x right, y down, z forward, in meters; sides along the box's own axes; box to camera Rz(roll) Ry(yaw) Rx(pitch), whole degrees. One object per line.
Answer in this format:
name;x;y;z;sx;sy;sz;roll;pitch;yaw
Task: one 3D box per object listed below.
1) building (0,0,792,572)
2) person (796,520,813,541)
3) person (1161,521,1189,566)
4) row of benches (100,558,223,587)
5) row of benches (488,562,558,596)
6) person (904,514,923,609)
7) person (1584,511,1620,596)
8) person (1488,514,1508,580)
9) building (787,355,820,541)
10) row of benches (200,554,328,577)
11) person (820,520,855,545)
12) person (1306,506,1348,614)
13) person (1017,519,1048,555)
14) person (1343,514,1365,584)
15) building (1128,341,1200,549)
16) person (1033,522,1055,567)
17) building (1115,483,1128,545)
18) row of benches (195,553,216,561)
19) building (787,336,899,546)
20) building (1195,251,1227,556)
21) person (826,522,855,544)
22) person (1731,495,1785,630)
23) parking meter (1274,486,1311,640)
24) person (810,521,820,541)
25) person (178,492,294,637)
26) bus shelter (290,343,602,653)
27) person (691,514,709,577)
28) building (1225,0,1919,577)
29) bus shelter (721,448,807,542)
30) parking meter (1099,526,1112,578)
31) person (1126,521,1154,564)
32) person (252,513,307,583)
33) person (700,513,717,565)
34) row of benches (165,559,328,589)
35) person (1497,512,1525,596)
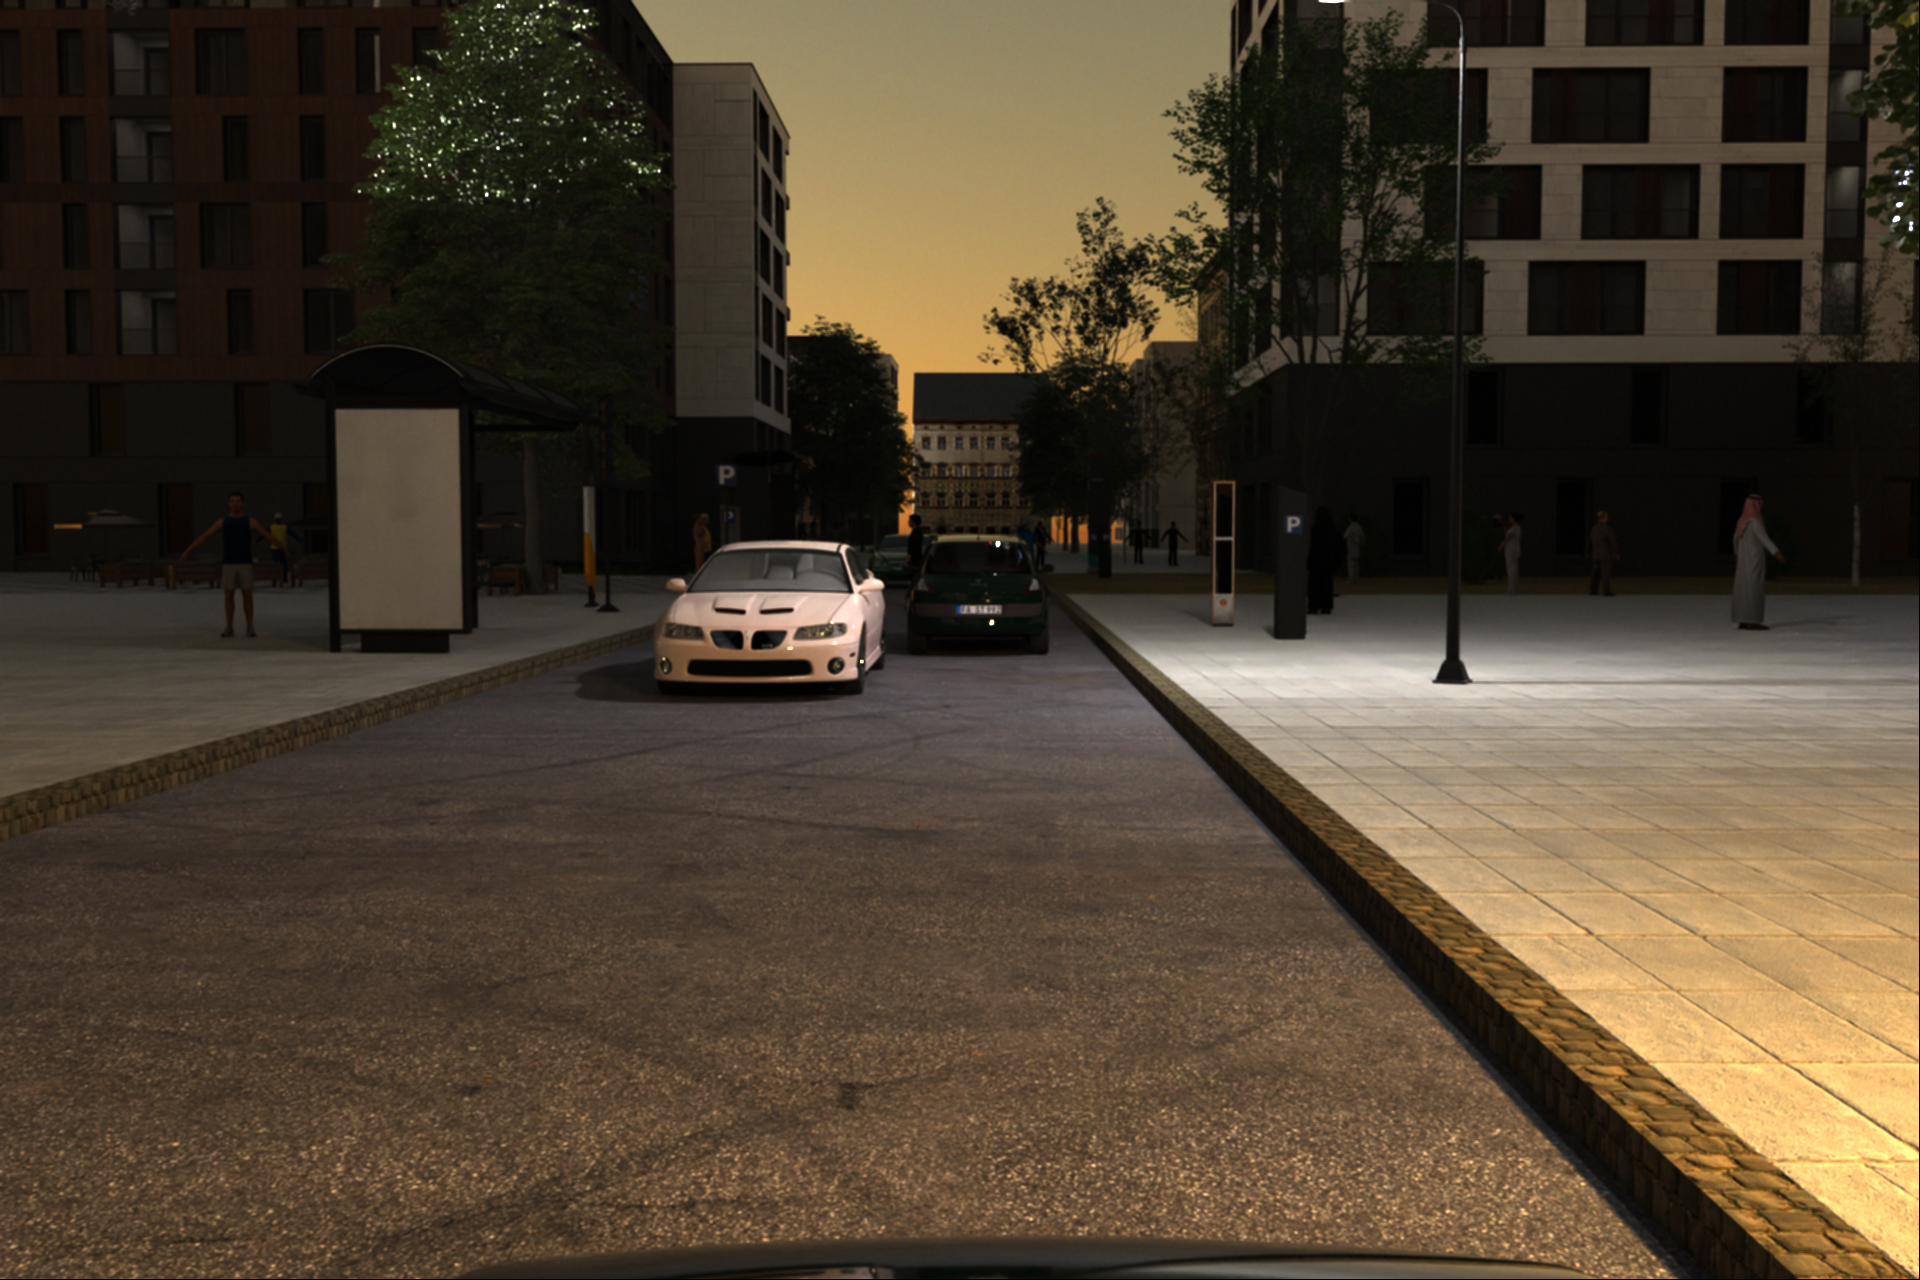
building;-22.984;-14.046;73.628;27.936;21.610;32.646;0;4;1
person;-6.507;-3.994;71.079;1.354;1.856;0.705;3;5;43
person;8.664;-3.915;70.241;1.346;1.802;0.704;3;5;42
row of benches;-19.860;-1.739;43.894;1.422;0.672;4.104;1;4;22
row of benches;-9.503;-1.362;37.724;1.422;0.672;4.104;0;4;-1
person;-0.887;-1.488;32.967;0.705;1.806;1.347;0;4;2
person;13.396;-1.803;36.072;0.434;1.755;0.990;-1;4;-18
person;15.074;-2.625;48.689;1.354;1.858;0.705;3;5;39
building;-23.480;-20.304;162.892;19.493;23.208;18.063;0;4;1
row of benches;-20.534;-2.202;51.460;4.104;0.672;1.422;-3;5;-43
person;-4.533;-3.518;63.644;1.348;1.813;0.705;0;4;2
person;5.744;-1.284;27.788;1.214;1.737;0.721;-2;4;-27
person;1.698;-2.135;43.494;0.704;1.817;1.347;3;5;42
person;10.092;-2.348;44.568;0.705;1.806;1.347;3;5;45
building;26.057;-18.409;167.437;16.747;18.905;31.486;0;4;1
person;3.020;-3.485;63.693;1.216;1.740;0.721;-3;5;-39
building;24.258;-16.370;209.794;9.099;9.664;28.070;0;4;1
row of benches;-23.985;-2.426;55.127;1.422;0.672;4.104;-2;4;-24
building;-21.854;-21.476;195.112;27.936;21.610;32.646;0;4;2
building;23.472;-16.170;95.300;19.493;23.208;18.063;0;4;1
person;-4.954;-4.042;72.360;1.348;1.796;0.705;-2;4;-29
person;10.686;-1.050;23.307;0.704;1.811;1.347;0;4;1
parking meter;4.051;-0.942;21.117;0.399;1.863;0.255;0;4;1
person;-6.186;-4.142;73.858;0.704;1.843;1.345;1;4;13
person;-9.029;-0.947;21.644;1.345;1.807;0.704;-1;4;-16
bus shelter;-5.996;-1.663;21.114;2.014;3.302;5.546;0;4;2
person;-5.722;-1.938;38.483;0.721;1.733;1.217;0;4;0
building;24.114;-13.686;67.741;27.936;21.610;32.646;0;4;1
bus shelter;-5.645;-3.627;50.577;1.731;3.624;6.357;0;4;1
parking meter;4.271;-2.601;50.945;0.372;1.533;0.369;0;3;0
person;7.714;-4.206;74.696;1.347;1.837;0.705;-1;4;-14
person;-17.794;-2.404;45.268;1.349;1.833;0.705;-1;4;-20
person;-5.902;-2.089;40.627;0.721;1.772;1.216;0;4;6
row of benches;-16.801;-1.597;41.576;4.104;0.672;1.422;-3;4;-38
person;11.430;-1.790;36.042;0.721;1.739;1.217;2;4;35
